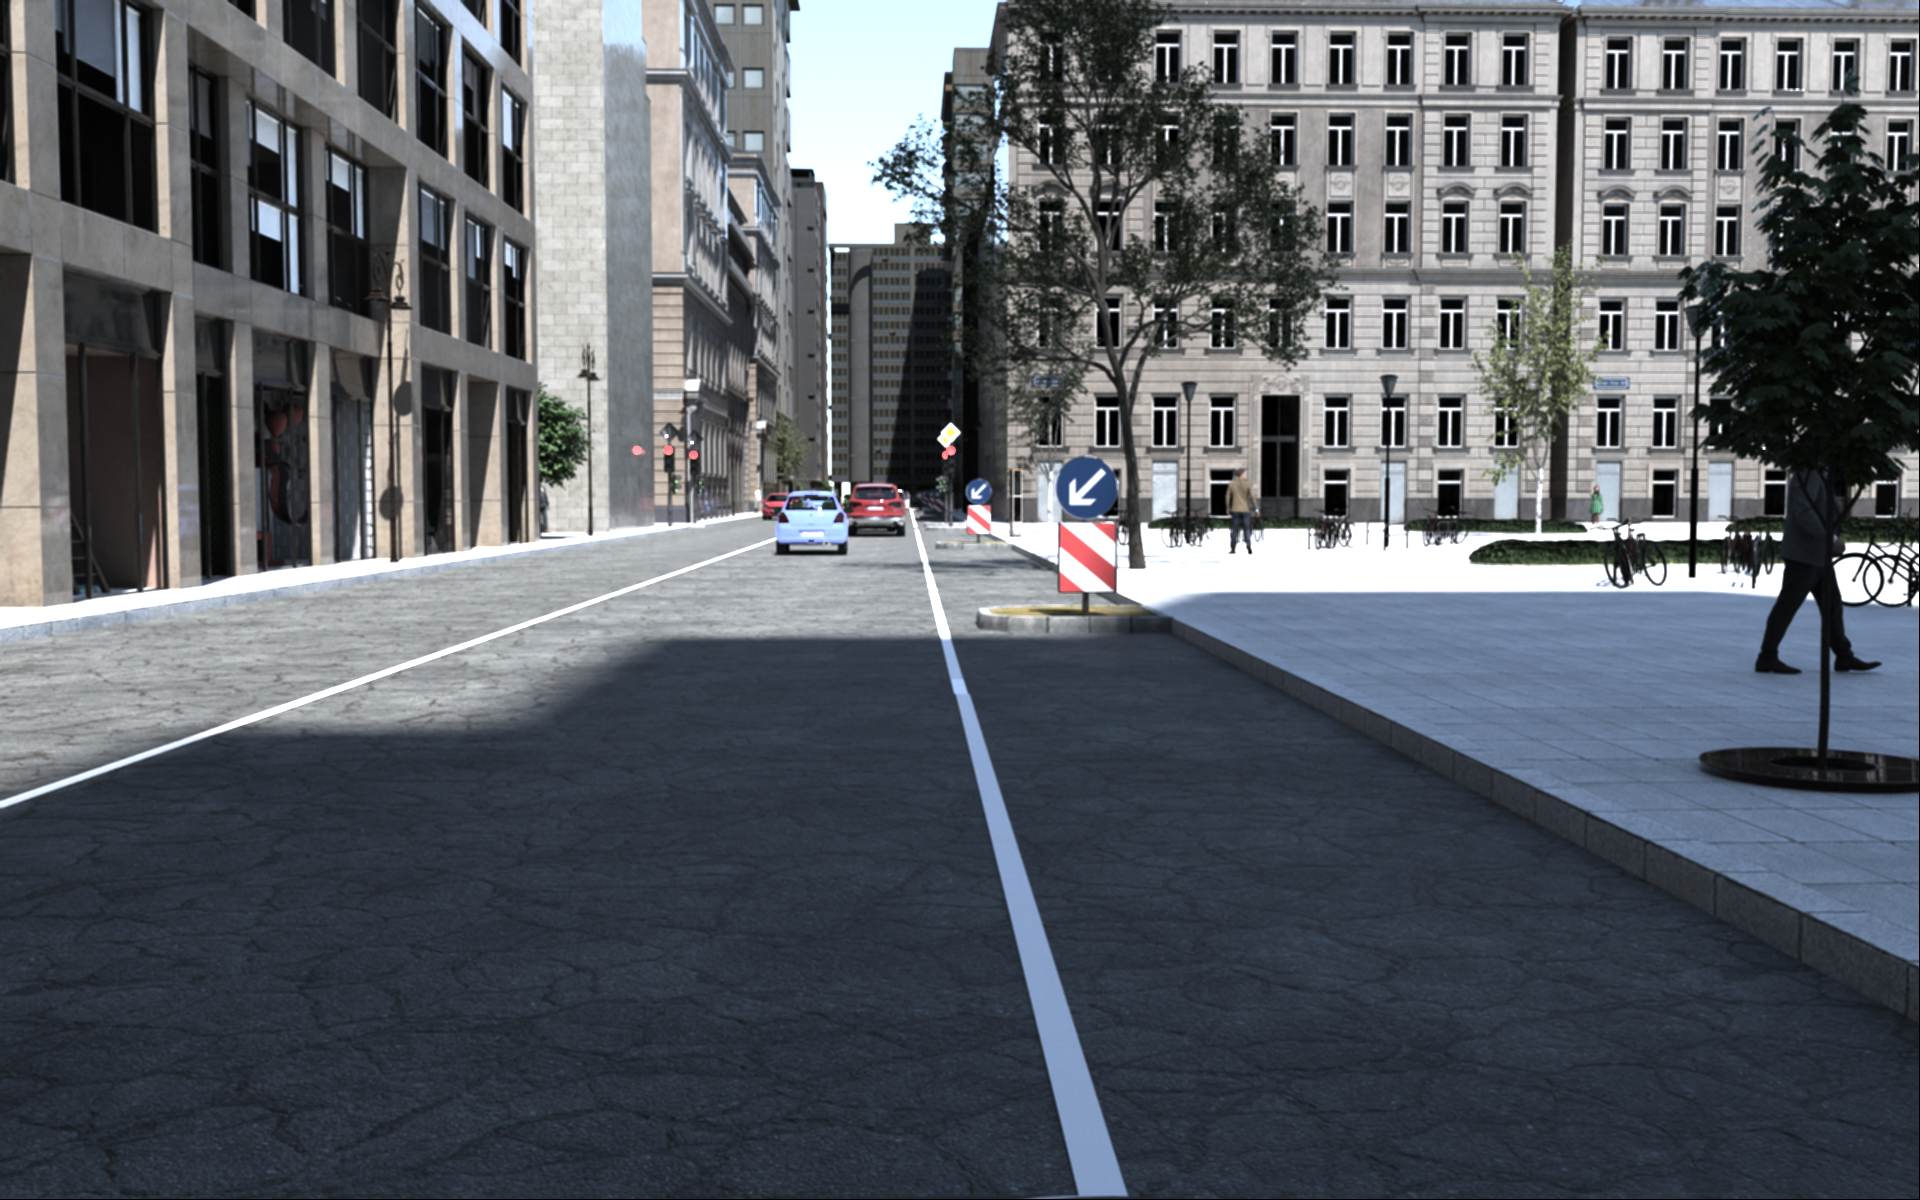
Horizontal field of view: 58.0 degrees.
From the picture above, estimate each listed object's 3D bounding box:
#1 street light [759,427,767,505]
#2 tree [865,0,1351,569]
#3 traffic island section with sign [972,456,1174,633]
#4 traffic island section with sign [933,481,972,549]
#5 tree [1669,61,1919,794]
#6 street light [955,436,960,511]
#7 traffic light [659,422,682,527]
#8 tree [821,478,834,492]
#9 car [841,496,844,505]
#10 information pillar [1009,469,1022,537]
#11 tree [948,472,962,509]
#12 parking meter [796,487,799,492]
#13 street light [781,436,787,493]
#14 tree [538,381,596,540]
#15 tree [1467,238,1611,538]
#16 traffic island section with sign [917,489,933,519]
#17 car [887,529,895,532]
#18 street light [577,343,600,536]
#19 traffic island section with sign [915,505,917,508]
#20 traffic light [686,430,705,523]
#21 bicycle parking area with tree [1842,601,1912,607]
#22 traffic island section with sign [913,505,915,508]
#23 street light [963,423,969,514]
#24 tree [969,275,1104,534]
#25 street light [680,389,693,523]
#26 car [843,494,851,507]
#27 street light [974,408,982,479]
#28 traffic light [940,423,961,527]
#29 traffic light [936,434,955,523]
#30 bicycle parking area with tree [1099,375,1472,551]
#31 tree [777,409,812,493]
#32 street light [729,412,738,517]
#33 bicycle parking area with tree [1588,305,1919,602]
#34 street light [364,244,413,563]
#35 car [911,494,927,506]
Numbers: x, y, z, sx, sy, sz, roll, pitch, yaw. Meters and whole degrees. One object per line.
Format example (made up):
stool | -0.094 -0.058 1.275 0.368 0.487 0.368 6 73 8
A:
street light | -13.285 -8.822 117.024 0.468 5.910 1.993 0 4 -2
tree | 2.905 -5.825 29.648 8.767 10.594 7.601 -2 4 -26
traffic island section with sign | 1.192 -0.624 18.834 1.989 1.847 2.006 0 4 -2
traffic island section with sign | 0.358 -2.272 45.776 1.989 1.847 2.006 0 4 -2
tree | 4.077 -0.807 7.802 1.663 3.219 1.824 0 3 0
street light | -0.224 -9.633 130.287 0.468 5.910 1.993 0 4 -2
traffic light | -11.336 -4.820 67.727 0.839 4.253 0.868 0 4 -2
tree | -16.233 -13.402 213.725 1.663 3.219 1.824 0 3 0
car | -14.087 -12.687 219.787 2.083 1.381 4.827 0 3 0
information pillar | 1.651 -2.866 51.346 0.304 2.012 0.304 -1 4 -20
tree | -0.469 -9.762 154.208 1.663 3.219 1.824 0 3 0
parking meter | -13.641 -8.563 145.723 0.255 1.863 0.399 0 4 -2
street light | -13.944 -10.037 136.891 0.468 5.910 1.993 0 4 -2
tree | -11.946 -4.019 49.429 4.285 4.588 4.351 0 3 0
tree | 16.924 -6.129 50.569 4.737 8.622 4.395 0 3 0
traffic island section with sign | -1.350 -5.635 100.763 1.989 1.847 2.006 0 4 -2
car | -3.362 -3.292 66.397 1.945 1.354 3.894 0 4 -4
street light | -11.345 -4.909 53.046 0.468 5.910 1.993 0 4 -2
traffic island section with sign | -2.166 -7.283 127.706 1.989 1.847 2.006 0 4 -2
traffic light | -11.583 -5.308 75.708 0.839 4.253 0.868 0 4 -2
bicycle parking area with tree | 13.350 -1.770 15.946 9.016 4.147 8.231 1 4 19
traffic island section with sign | -3.720 -10.352 177.883 1.989 1.847 2.006 0 4 -2
street light | 0.394 -8.425 110.544 0.468 5.910 1.993 0 4 -2
tree | 2.741 -6.455 55.903 4.360 8.622 3.978 0 3 0
street light | -12.078 -6.342 76.486 0.468 5.910 1.993 0 4 -2
car | -12.269 -11.468 196.289 1.959 1.807 4.718 0 4 -1
street light | 0.946 -7.218 90.800 0.468 5.910 1.993 0 4 -2
traffic light | -0.381 -4.842 68.080 0.839 4.253 0.868 0 4 -2
traffic light | -0.627 -5.330 76.061 0.839 4.253 0.868 0 4 -2
bicycle parking area with tree | 8.206 -3.440 43.249 8.231 4.147 9.016 3 5 44
tree | -14.761 -12.127 148.646 4.737 8.622 4.395 0 3 0
street light | -12.741 -7.614 97.280 0.468 5.910 1.993 0 4 -2
bicycle parking area with tree | 13.471 -2.336 25.193 8.231 4.147 9.016 3 4 38
street light | -10.623 -3.641 32.321 0.468 5.910 1.993 0 4 -2
car | -5.005 -12.430 212.030 1.959 1.807 4.718 0 4 -3
